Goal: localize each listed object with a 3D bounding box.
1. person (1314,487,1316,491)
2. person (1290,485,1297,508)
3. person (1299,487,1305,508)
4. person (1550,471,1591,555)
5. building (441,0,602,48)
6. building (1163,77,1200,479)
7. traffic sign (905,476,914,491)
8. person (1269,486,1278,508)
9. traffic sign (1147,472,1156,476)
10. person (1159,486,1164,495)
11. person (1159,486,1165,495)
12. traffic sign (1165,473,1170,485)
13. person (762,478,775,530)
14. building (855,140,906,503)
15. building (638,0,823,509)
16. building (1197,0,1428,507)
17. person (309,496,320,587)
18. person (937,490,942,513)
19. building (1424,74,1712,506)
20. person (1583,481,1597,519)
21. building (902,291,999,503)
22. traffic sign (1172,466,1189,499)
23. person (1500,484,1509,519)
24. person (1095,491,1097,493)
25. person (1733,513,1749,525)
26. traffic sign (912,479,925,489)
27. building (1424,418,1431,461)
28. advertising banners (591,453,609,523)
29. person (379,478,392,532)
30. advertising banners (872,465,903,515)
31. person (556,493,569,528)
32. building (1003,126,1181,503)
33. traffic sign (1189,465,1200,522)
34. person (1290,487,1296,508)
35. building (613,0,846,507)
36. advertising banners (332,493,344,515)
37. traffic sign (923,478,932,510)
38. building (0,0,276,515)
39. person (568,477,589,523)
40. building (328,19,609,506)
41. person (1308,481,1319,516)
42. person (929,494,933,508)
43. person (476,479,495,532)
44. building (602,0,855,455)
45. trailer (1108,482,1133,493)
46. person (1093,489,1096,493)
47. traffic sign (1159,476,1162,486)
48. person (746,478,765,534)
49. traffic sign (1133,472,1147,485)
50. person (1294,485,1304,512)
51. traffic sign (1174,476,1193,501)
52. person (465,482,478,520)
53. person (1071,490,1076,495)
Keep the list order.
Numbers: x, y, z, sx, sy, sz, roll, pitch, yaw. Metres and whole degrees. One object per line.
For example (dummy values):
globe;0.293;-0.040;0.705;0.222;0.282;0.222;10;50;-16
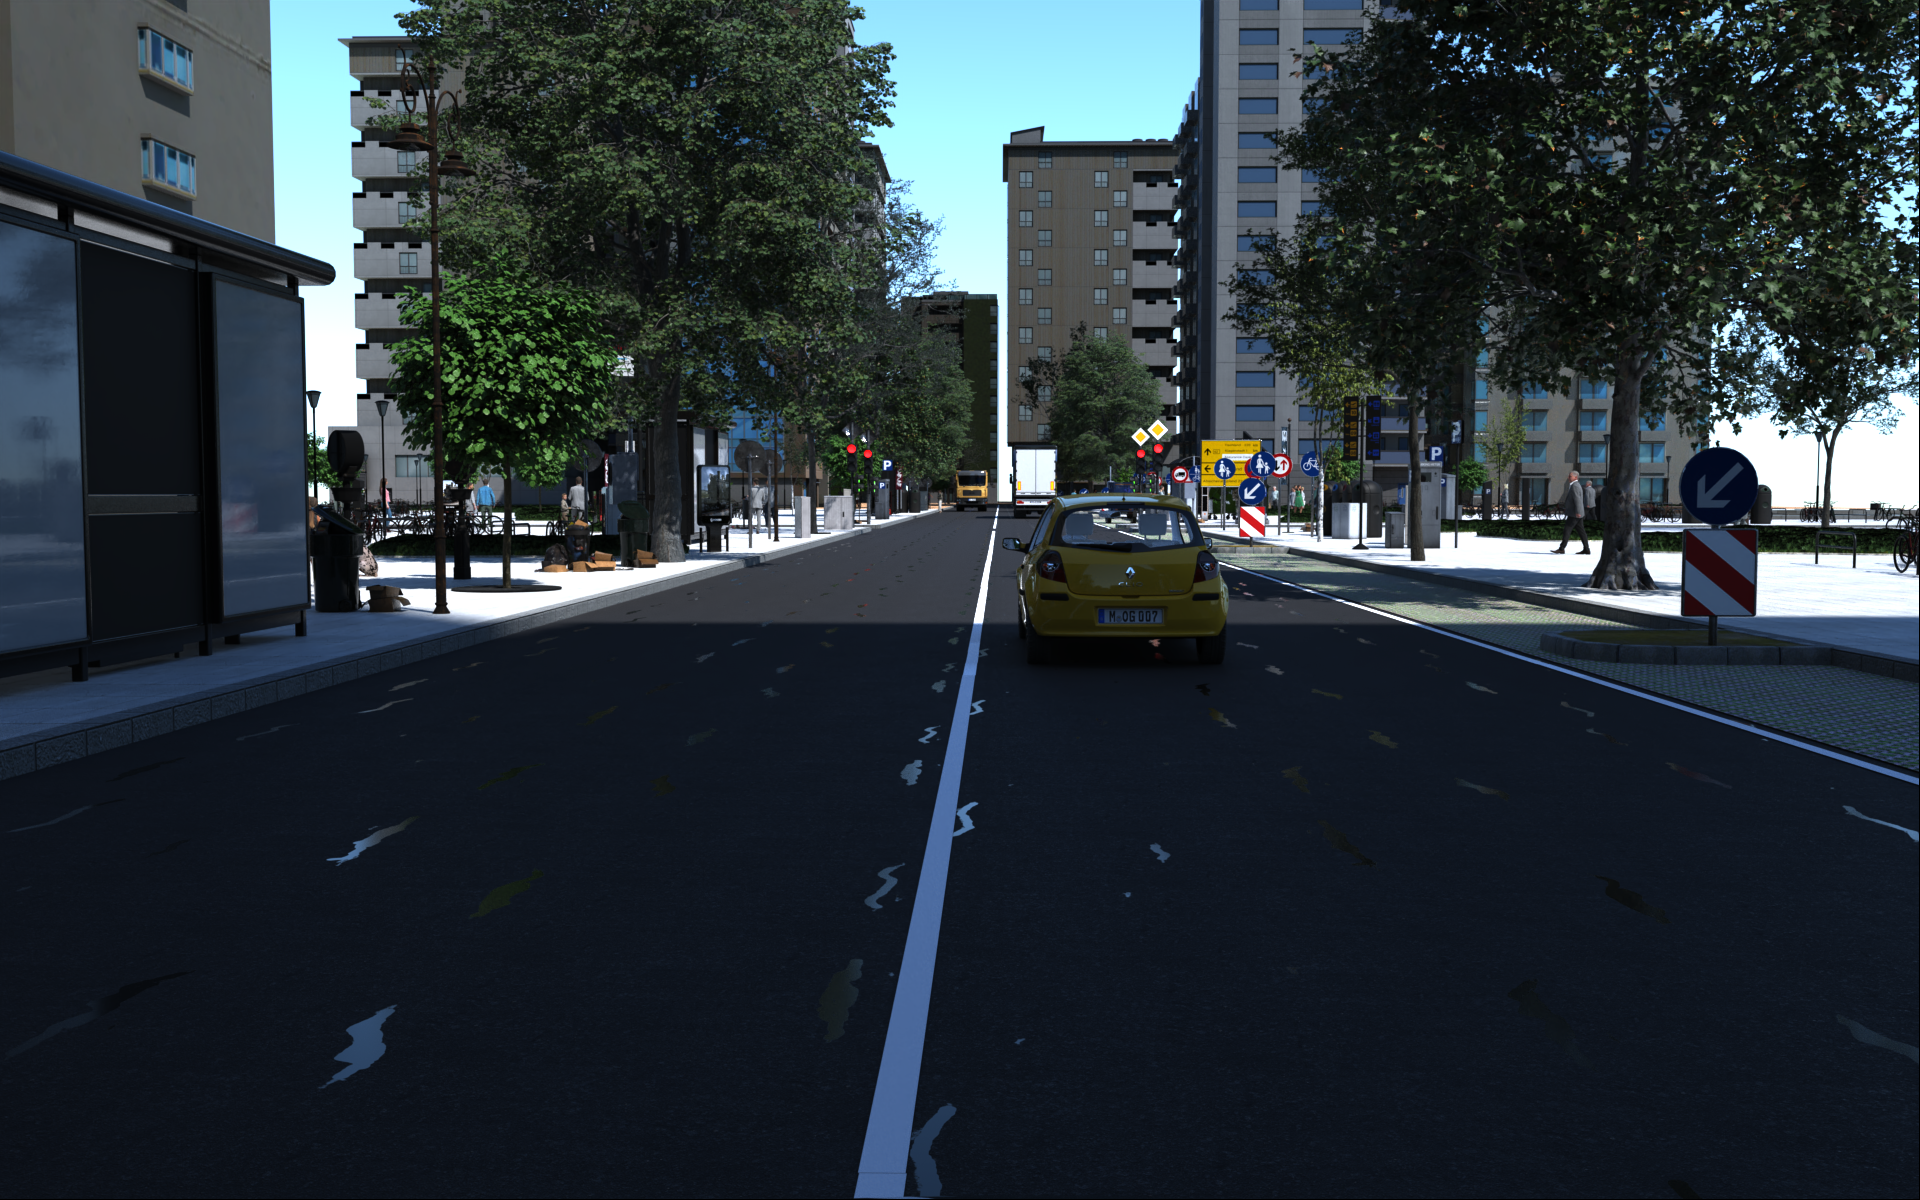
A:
person;25.901;-7.327;126.105;0.850;1.792;0.678;0;4;-4
person;20.298;-6.054;105.134;0.679;1.850;0.850;1;4;20
person;23.884;-7.013;121.063;0.624;1.780;0.694;1;4;19
person;12.977;-1.857;36.801;0.834;1.777;0.661;1;4;14
building;-62.518;-49.836;253.069;20.611;71.187;20.563;0;4;1
building;35.951;-35.314;196.999;23.786;49.044;30.456;0;4;1
traffic sign;-3.577;-7.569;123.859;0.768;2.556;0.104;0;4;8
person;20.019;-6.349;110.330;0.782;1.767;0.515;3;5;40
traffic sign;11.009;-6.054;99.095;0.768;2.556;0.104;0;4;4
person;10.038;-4.847;86.294;0.522;1.701;0.512;-1;4;-10
person;13.923;-6.950;119.776;0.850;1.850;0.679;3;5;41
traffic sign;12.601;-6.295;103.025;0.768;2.556;0.104;1;4;8
person;-6.743;-3.392;61.342;0.661;1.843;0.795;0;4;8
building;-22.522;-40.858;257.274;27.495;52.752;28.713;0;4;1
building;-20.150;-30.986;156.730;14.600;45.320;14.200;0;4;1
building;33.647;-38.231;167.083;21.231;58.520;28.212;0;4;1
person;-9.041;-0.815;24.034;0.362;1.253;0.373;-1;4;-12
person;-1.581;-7.612;133.504;0.362;1.759;0.519;-1;4;-13
building;69.828;-35.463;199.430;30.456;49.044;23.786;0;4;1
person;23.112;-3.510;63.836;0.834;1.777;0.661;3;4;38
building;-1.421;-29.245;249.854;14.107;30.474;14.160;0;4;1
traffic sign;9.982;-4.801;78.607;0.768;2.556;0.104;0;4;2
person;27.586;-4.992;87.850;0.526;1.800;0.537;1;4;10
person;16.490;-12.583;212.220;0.683;1.767;0.568;-2;4;-30
person;22.346;-2.657;49.585;0.767;1.812;0.694;1;4;22
traffic sign;-2.961;-7.536;123.220;0.884;2.594;0.081;0;4;3
building;64.814;-34.565;248.731;14.086;41.232;14.154;0;4;1
advertising banners;-15.351;-4.758;73.979;0.090;3.025;2.074;1;4;9
person;-19.180;-3.169;57.858;0.388;1.821;0.555;-3;4;-36
advertising banners;-4.423;-6.681;105.420;2.074;3.025;0.090;1;4;10
person;-14.037;-3.127;61.441;0.640;1.303;0.475;-1;4;-20
building;20.035;-40.780;255.985;27.495;52.752;28.713;0;4;1
traffic sign;10.427;-4.651;76.152;0.768;2.556;0.104;1;4;9
person;19.883;-5.902;103.286;0.466;1.731;0.760;1;4;12
building;-23.014;-33.704;174.756;21.300;48.544;21.600;0;4;1
advertising banners;-23.653;-4.288;66.294;0.090;3.025;2.074;-3;4;-38
traffic sign;-2.543;-8.283;135.525;0.768;2.556;0.104;0;4;8
building;-33.108;-25.786;45.303;21.600;48.544;21.300;0;4;1
person;-11.372;-2.776;51.628;0.606;1.804;0.583;-1;4;-16
building;-54.563;-37.383;200.444;27.495;52.752;28.713;0;4;1
person;13.147;-3.483;63.331;0.623;1.781;0.721;-3;4;-37
person;-3.028;-9.701;165.339;0.721;1.739;1.217;-3;5;-42
person;-15.836;-3.147;57.834;0.601;1.785;0.444;-1;4;-11
building;-26.646;-40.406;202.643;28.212;58.520;21.231;0;4;1
trailer;7.809;-4.757;84.833;1.471;1.999;3.904;0;4;0
person;11.789;-8.780;150.284;0.721;1.739;1.217;0;4;-1
traffic sign;13.468;-7.253;118.688;0.768;2.556;0.104;1;4;11
person;-6.620;-3.033;55.830;0.606;1.804;0.583;-3;4;-39
traffic sign;9.863;-5.805;95.014;0.768;2.556;0.104;1;4;9
person;18.915;-5.532;96.745;0.529;1.795;0.600;3;5;44
traffic sign;10.561;-4.999;81.737;0.884;2.594;0.081;1;4;10
person;-18.761;-3.642;66.347;0.466;1.731;0.760;0;4;1
person;9.634;-8.508;147.624;0.660;1.820;0.620;3;4;37
